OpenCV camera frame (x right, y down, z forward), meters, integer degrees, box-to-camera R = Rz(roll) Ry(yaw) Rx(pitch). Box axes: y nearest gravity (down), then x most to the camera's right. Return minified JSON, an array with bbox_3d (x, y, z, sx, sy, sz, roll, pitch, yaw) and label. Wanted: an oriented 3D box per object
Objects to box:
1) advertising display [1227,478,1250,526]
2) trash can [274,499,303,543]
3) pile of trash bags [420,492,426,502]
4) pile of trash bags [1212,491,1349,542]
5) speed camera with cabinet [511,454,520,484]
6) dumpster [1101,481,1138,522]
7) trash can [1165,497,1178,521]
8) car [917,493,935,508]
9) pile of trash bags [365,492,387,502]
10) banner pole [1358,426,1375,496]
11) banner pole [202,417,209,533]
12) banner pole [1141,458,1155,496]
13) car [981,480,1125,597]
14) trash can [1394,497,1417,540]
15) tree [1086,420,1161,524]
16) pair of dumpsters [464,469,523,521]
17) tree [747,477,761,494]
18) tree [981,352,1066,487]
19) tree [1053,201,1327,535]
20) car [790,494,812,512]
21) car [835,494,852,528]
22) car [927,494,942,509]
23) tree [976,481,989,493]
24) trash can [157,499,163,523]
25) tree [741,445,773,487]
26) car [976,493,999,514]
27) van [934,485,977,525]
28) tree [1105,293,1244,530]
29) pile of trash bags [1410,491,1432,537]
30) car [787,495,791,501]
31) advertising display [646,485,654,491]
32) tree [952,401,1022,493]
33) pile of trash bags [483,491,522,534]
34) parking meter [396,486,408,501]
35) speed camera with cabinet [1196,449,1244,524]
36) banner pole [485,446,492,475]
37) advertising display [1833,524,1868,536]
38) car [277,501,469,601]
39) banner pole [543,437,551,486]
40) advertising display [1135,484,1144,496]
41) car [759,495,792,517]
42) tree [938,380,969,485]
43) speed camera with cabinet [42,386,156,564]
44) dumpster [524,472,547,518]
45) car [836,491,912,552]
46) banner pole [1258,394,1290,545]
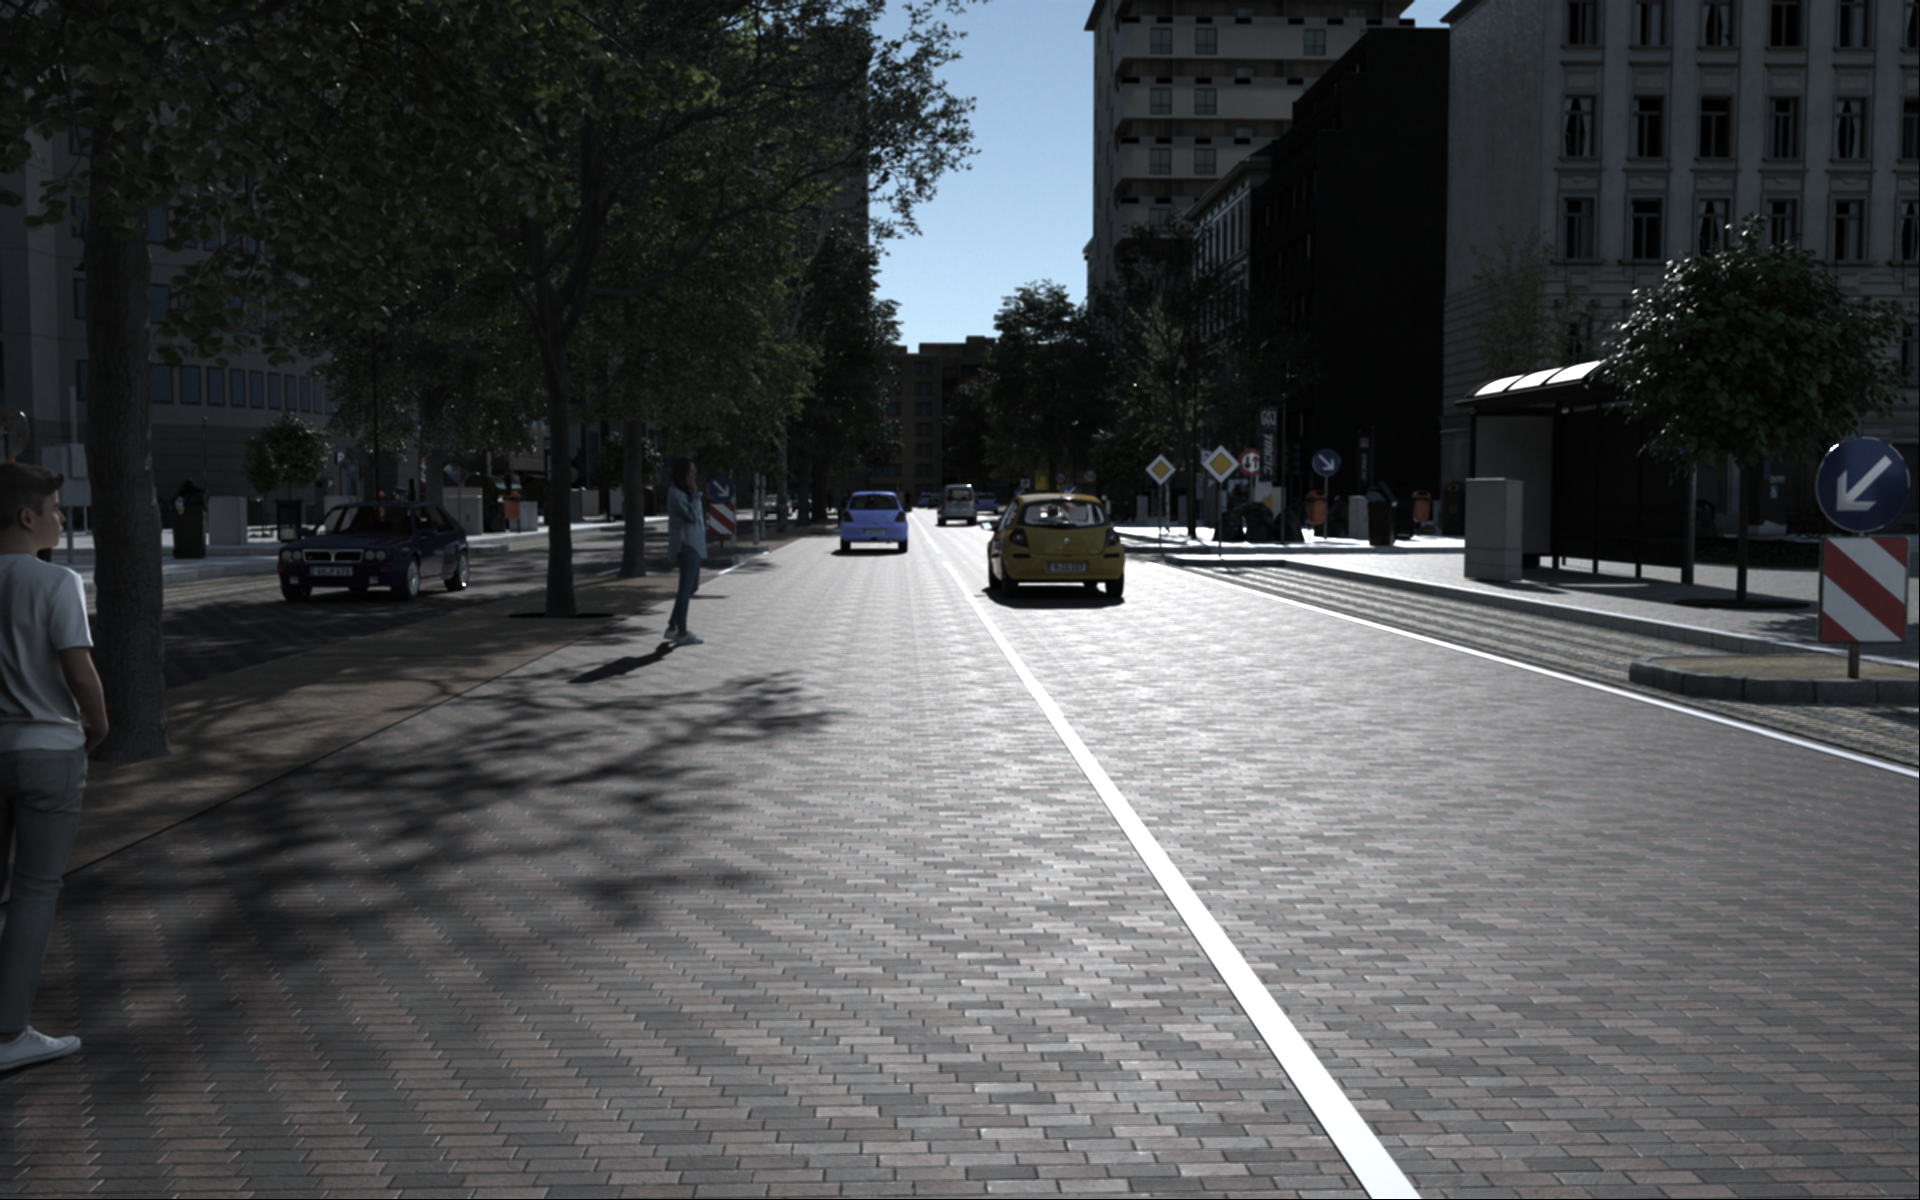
[{"bbox_3d":[11.350,-3.999,70.595,0.974,1.923,0.123,2,4,30],"label":"advertising display"},{"bbox_3d":[-17.636,-2.072,45.536,0.748,1.137,0.748,0,3,0],"label":"trash can"},{"bbox_3d":[-29.994,-5.294,96.313,1.912,1.369,3.447,-1,4,-15],"label":"pile of trash bags"},{"bbox_3d":[8.682,-2.302,47.391,3.447,1.369,1.912,-2,4,-32],"label":"pile of trash bags"},{"bbox_3d":[-22.676,-5.541,84.934,2.038,3.252,0.660,0,4,3],"label":"speed camera with cabinet"},{"bbox_3d":[7.513,-4.829,81.449,1.502,2.255,1.985,0,4,-2],"label":"dumpster"},{"bbox_3d":[10.057,-4.302,81.995,0.748,1.137,0.748,0,3,0],"label":"trash can"},{"bbox_3d":[-3.458,-10.281,177.683,1.945,1.707,3.694,0,4,-3],"label":"car"},{"bbox_3d":[-21.482,-3.344,64.420,1.912,1.369,3.447,-1,4,-15],"label":"pile of trash bags"},{"bbox_3d":[15.115,-4.542,64.278,0.401,3.779,0.863,-3,4,-36],"label":"banner pole"},{"bbox_3d":[-24.575,-4.061,56.407,0.401,3.779,0.863,-1,4,-22],"label":"banner pole"},{"bbox_3d":[11.439,-7.036,105.052,0.863,3.779,0.401,-1,4,-13],"label":"banner pole"},{"bbox_3d":[1.350,-0.935,25.513,2.015,1.641,3.980,0,4,-3],"label":"car"},{"bbox_3d":[12.504,-2.280,48.924,0.748,1.137,0.748,0,3,0],"label":"trash can"},{"bbox_3d":[7.132,-5.599,75.257,4.285,4.588,4.351,0,3,0],"label":"tree"},{"bbox_3d":[-17.507,-3.798,64.593,1.574,2.255,4.437,0,4,-2],"label":"pair of dumpsters"},{"bbox_3d":[-20.075,-10.798,171.153,1.663,3.219,1.824,0,3,0],"label":"tree"},{"bbox_3d":[5.198,-13.277,135.198,7.486,12.596,7.792,0,3,0],"label":"tree"},{"bbox_3d":[7.312,-7.356,54.675,8.767,10.594,7.601,0,4,-4],"label":"tree"},{"bbox_3d":[-12.529,-7.882,137.662,1.959,1.807,4.718,0,4,-2],"label":"car"},{"bbox_3d":[-4.427,-4.010,75.350,2.009,1.686,4.222,0,4,-3],"label":"car"},{"bbox_3d":[-2.184,-9.693,167.278,1.959,1.807,4.718,0,4,-3],"label":"car"},{"bbox_3d":[2.513,-12.231,194.582,1.663,3.219,1.824,0,3,0],"label":"tree"},{"bbox_3d":[-25.250,-2.594,54.073,0.748,1.137,0.748,0,3,0],"label":"trash can"},{"bbox_3d":[-19.963,-14.877,177.645,8.767,10.594,7.601,3,4,38],"label":"tree"},{"bbox_3d":[1.834,-6.958,123.346,1.945,1.707,3.694,0,4,-1],"label":"car"},{"bbox_3d":[-0.149,-4.493,80.474,2.013,2.044,4.112,0,4,-4],"label":"van"},{"bbox_3d":[7.346,-6.812,61.733,4.360,8.622,3.978,0,3,0],"label":"tree"},{"bbox_3d":[12.379,-2.570,51.779,3.447,1.369,1.912,0,4,-1],"label":"pile of trash bags"},{"bbox_3d":[-16.529,-9.147,161.918,2.083,1.381,4.827,0,4,-3],"label":"car"},{"bbox_3d":[-19.688,-6.385,109.608,0.974,1.923,0.123,-2,4,-30],"label":"advertising display"},{"bbox_3d":[3.063,-13.746,159.155,8.767,10.594,7.601,2,4,34],"label":"tree"},{"bbox_3d":[-15.632,-2.893,57.060,3.447,1.369,1.912,3,4,37],"label":"pile of trash bags"},{"bbox_3d":[-18.260,-2.952,56.684,0.372,1.533,0.369,0,3,0],"label":"parking meter"},{"bbox_3d":[11.274,-4.937,75.059,2.038,3.252,0.660,2,4,35],"label":"speed camera with cabinet"},{"bbox_3d":[-24.334,-6.075,89.336,0.401,3.779,0.863,-3,5,-42],"label":"banner pole"},{"bbox_3d":[23.567,-2.482,45.787,0.974,1.923,0.123,0,4,1],"label":"advertising display"},{"bbox_3d":[-8.214,-0.727,24.470,1.945,1.354,3.894,0,4,-1],"label":"car"},{"bbox_3d":[-15.716,-4.719,67.173,0.863,3.779,0.401,0,4,-8],"label":"banner pole"},{"bbox_3d":[11.228,-6.304,108.291,0.123,1.923,0.974,3,4,38],"label":"advertising display"},{"bbox_3d":[-11.711,-5.995,110.374,2.083,1.381,4.827,0,4,-2],"label":"car"},{"bbox_3d":[2.204,-17.097,186.195,9.857,13.997,8.962,0,3,0],"label":"tree"},{"bbox_3d":[-16.188,-2.341,32.609,0.660,3.252,2.038,2,4,24],"label":"speed camera with cabinet"},{"bbox_3d":[-18.376,-4.530,76.551,1.502,2.255,1.985,0,4,-2],"label":"dumpster"},{"bbox_3d":[-2.180,-2.103,43.970,1.945,1.707,3.694,0,4,-3],"label":"car"},{"bbox_3d":[7.892,-3.271,43.499,0.863,3.779,0.401,0,4,-6],"label":"banner pole"}]
